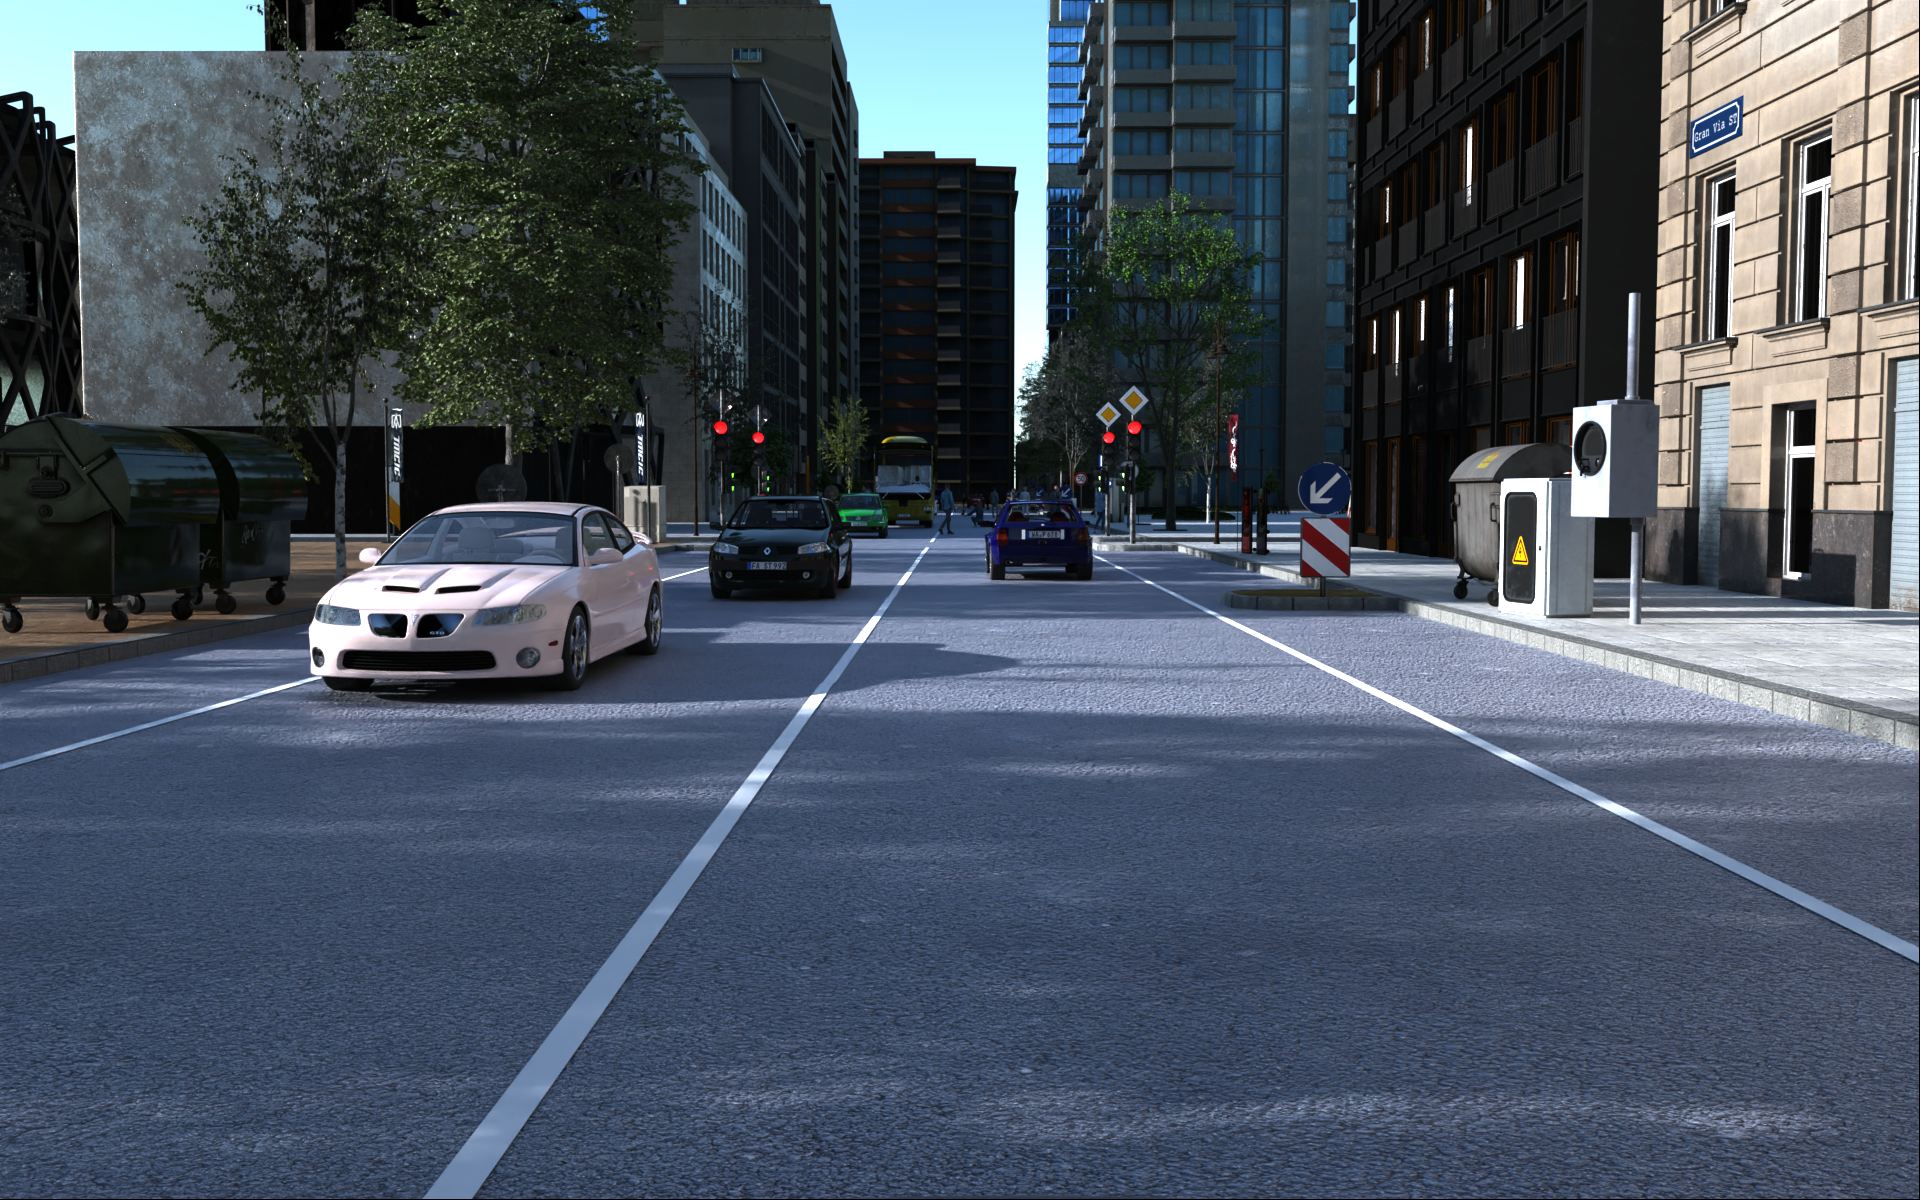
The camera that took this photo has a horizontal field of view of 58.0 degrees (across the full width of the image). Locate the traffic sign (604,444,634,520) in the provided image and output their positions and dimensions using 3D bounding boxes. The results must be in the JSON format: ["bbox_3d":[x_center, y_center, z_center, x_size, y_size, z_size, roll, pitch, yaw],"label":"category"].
[{"bbox_3d":[-8.601,-2.668,43.730,0.768,2.556,0.104,0,4,3],"label":"traffic sign"}]

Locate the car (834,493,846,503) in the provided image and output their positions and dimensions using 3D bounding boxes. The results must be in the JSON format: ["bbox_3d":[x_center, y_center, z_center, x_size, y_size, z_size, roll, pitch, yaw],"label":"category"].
[{"bbox_3d":[-5.888,-5.021,90.889,1.959,1.807,4.718,0,4,-1],"label":"car"}]

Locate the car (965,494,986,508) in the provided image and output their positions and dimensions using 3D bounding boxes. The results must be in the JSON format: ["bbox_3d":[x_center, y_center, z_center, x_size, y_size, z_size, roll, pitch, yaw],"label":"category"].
[{"bbox_3d":[1.604,-10.231,176.317,2.155,1.783,4.494,0,4,0],"label":"car"}]

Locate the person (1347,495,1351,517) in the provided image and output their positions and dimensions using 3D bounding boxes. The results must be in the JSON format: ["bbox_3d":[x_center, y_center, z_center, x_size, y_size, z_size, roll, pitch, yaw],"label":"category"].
[{"bbox_3d":[10.157,-2.295,44.317,0.466,1.731,0.760,-1,4,-14],"label":"person"}]

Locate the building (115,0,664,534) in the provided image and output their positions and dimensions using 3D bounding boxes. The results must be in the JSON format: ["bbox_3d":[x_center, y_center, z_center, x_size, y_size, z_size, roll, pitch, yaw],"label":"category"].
[{"bbox_3d":[-19.668,-11.986,63.426,16.820,18.784,16.811,0,4,0],"label":"building"}]

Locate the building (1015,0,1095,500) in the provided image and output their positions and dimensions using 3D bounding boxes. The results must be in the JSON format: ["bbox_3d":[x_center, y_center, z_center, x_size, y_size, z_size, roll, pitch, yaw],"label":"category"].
[{"bbox_3d":[22.817,-55.762,224.372,31.000,86.520,22.319,0,4,0],"label":"building"}]

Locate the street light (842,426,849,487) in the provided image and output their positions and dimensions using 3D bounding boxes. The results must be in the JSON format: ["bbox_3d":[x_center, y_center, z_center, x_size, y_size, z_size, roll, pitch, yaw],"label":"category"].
[{"bbox_3d":[-7.883,-8.914,118.532,0.468,5.910,1.993,0,4,0],"label":"street light"}]

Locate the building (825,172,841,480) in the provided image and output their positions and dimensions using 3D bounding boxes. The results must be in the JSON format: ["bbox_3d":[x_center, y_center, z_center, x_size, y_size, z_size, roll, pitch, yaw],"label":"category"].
[{"bbox_3d":[-17.818,-23.094,149.291,14.160,30.474,14.107,0,4,0],"label":"building"}]

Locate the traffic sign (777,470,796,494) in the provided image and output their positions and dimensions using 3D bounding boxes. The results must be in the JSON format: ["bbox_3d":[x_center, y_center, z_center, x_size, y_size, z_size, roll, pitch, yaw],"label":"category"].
[{"bbox_3d":[-8.217,-5.013,81.973,0.884,2.594,0.081,0,4,7],"label":"traffic sign"}]

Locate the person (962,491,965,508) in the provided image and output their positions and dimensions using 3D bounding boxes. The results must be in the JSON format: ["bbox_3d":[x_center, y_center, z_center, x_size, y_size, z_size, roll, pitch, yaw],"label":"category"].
[{"bbox_3d":[0.504,-10.724,184.621,0.721,1.735,1.217,1,4,12],"label":"person"}]

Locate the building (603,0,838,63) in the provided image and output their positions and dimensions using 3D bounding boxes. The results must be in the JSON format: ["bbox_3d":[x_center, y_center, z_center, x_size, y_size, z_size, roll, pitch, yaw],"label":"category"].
[{"bbox_3d":[-22.159,-33.206,166.615,21.300,48.544,21.600,0,4,0],"label":"building"}]

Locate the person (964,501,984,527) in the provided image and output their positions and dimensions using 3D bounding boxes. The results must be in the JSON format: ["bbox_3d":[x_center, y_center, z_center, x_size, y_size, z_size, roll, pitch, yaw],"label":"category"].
[{"bbox_3d":[0.681,-3.757,75.424,1.012,1.151,0.738,-1,4,-22],"label":"person"}]

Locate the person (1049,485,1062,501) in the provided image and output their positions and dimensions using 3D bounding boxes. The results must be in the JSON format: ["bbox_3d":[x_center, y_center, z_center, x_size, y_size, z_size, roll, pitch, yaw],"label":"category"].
[{"bbox_3d":[4.192,-4.115,75.882,0.694,1.812,0.767,-1,4,-18],"label":"person"}]

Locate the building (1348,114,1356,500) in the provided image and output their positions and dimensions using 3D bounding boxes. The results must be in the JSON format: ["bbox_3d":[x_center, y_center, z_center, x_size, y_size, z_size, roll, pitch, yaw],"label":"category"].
[{"bbox_3d":[49.566,-36.722,224.105,21.600,48.544,21.300,0,4,0],"label":"building"}]

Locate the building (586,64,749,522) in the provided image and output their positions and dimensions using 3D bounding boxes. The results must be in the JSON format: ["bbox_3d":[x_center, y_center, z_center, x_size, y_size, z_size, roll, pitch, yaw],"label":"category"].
[{"bbox_3d":[-16.741,-14.129,85.756,10.420,20.320,16.860,0,4,0],"label":"building"}]

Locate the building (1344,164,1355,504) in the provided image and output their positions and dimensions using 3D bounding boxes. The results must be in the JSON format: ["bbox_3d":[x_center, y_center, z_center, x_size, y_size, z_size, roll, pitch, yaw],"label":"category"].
[{"bbox_3d":[52.728,-30.132,184.531,23.993,40.220,32.217,0,4,0],"label":"building"}]

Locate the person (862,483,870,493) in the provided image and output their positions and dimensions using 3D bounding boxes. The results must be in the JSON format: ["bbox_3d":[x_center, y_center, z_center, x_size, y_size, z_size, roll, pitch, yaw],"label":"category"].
[{"bbox_3d":[-3.352,-3.376,63.722,0.620,1.820,0.660,0,4,4],"label":"person"}]

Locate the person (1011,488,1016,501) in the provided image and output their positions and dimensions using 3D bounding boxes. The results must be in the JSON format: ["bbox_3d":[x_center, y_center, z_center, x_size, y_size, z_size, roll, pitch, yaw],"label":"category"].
[{"bbox_3d":[3.810,-7.028,123.212,0.447,1.846,0.655,0,4,-3],"label":"person"}]

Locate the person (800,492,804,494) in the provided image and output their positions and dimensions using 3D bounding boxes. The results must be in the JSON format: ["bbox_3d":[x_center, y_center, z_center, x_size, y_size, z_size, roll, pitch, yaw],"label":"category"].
[{"bbox_3d":[-6.629,-3.811,73.413,0.503,1.515,0.523,0,4,-5],"label":"person"}]

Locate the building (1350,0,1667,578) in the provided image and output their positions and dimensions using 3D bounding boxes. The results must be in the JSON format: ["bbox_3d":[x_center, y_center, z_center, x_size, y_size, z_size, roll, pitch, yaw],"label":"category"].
[{"bbox_3d":[15.604,-12.465,33.485,12.332,23.373,15.834,0,4,0],"label":"building"}]

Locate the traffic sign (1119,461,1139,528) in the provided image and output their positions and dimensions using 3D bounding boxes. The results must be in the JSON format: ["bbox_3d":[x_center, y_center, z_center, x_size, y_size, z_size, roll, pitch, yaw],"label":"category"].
[{"bbox_3d":[6.403,-4.021,65.852,0.768,2.556,0.104,0,4,2],"label":"traffic sign"}]

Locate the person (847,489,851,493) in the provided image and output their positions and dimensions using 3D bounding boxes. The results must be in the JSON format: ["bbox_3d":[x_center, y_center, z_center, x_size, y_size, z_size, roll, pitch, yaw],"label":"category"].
[{"bbox_3d":[-9.555,-8.700,149.110,1.217,1.723,0.721,-1,4,-8],"label":"person"}]

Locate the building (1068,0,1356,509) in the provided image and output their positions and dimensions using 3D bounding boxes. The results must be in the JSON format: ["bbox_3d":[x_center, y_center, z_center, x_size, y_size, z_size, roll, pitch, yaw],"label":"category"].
[{"bbox_3d":[22.182,-32.821,156.237,23.786,49.044,30.456,0,4,0],"label":"building"}]

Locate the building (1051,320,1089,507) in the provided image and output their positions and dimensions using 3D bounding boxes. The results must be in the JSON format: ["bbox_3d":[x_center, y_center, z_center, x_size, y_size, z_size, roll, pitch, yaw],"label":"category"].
[{"bbox_3d":[24.378,-20.896,186.691,27.650,21.520,28.899,0,4,0],"label":"building"}]

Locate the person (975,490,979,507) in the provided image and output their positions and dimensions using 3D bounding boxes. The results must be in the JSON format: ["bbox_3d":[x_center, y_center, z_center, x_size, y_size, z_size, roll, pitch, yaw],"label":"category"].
[{"bbox_3d":[1.809,-10.717,183.660,1.348,1.831,0.705,-1,4,-18],"label":"person"}]

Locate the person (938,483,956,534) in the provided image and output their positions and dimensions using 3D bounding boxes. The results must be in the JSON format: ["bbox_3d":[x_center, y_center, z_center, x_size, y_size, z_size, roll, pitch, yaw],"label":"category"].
[{"bbox_3d":[-0.506,-3.259,61.647,0.748,1.841,0.638,-2,4,-27],"label":"person"}]

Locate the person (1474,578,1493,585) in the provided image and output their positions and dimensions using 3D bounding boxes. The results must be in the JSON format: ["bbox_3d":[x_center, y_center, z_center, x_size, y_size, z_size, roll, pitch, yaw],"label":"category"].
[{"bbox_3d":[7.499,-1.089,24.443,0.643,1.750,0.593,-1,4,-11],"label":"person"}]

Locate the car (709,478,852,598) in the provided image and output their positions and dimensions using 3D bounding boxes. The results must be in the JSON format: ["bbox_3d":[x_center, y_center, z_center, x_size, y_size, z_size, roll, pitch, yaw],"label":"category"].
[{"bbox_3d":[-2.532,-0.932,25.027,2.009,1.686,4.222,0,4,1],"label":"car"}]

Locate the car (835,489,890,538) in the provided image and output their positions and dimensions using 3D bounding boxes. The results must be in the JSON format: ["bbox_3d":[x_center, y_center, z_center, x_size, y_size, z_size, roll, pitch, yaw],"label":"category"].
[{"bbox_3d":[-3.297,-2.973,57.408,1.959,1.807,4.718,0,4,-2],"label":"car"}]

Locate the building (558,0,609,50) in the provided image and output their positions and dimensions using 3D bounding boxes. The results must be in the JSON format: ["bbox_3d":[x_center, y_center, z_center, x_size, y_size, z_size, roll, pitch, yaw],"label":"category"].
[{"bbox_3d":[-48.493,-53.529,187.863,31.000,86.520,22.319,0,4,0],"label":"building"}]

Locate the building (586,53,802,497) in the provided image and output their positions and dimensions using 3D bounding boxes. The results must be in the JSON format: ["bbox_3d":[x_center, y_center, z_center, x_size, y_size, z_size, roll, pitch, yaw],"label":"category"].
[{"bbox_3d":[-17.919,-19.130,106.283,14.314,27.812,24.014,0,4,0],"label":"building"}]

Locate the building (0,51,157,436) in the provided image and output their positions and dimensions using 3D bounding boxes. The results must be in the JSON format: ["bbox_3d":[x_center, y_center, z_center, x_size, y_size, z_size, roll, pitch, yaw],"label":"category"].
[{"bbox_3d":[-42.153,-12.002,63.687,16.811,18.784,16.820,0,4,0],"label":"building"}]

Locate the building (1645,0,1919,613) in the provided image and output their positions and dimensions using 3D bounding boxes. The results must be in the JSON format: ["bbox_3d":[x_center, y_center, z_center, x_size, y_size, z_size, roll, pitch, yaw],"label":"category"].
[{"bbox_3d":[15.768,-13.182,12.797,12.463,27.353,25.104,0,4,0],"label":"building"}]

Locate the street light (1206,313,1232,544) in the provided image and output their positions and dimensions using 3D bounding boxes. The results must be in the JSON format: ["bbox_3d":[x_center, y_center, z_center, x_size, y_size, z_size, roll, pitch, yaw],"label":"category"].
[{"bbox_3d":[6.606,-4.377,44.353,0.468,5.910,1.993,0,4,0],"label":"street light"}]

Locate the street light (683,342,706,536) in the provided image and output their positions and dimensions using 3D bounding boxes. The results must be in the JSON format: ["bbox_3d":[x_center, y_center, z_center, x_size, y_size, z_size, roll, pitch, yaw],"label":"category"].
[{"bbox_3d":[-8.095,-4.905,52.986,0.468,5.910,1.993,0,4,0],"label":"street light"}]

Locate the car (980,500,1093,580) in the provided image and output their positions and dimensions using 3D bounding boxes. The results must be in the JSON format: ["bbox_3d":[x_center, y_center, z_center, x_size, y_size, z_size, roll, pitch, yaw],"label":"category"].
[{"bbox_3d":[1.335,-1.081,30.247,1.945,1.354,3.894,0,4,-1],"label":"car"}]

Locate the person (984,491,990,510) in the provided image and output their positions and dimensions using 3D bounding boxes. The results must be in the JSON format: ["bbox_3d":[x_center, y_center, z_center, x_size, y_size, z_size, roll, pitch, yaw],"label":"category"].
[{"bbox_3d":[2.428,-9.047,157.134,0.721,1.735,1.217,-1,4,-20],"label":"person"}]

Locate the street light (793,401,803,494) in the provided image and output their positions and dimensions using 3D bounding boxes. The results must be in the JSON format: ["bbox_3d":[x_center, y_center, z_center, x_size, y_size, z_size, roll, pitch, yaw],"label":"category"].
[{"bbox_3d":[-7.997,-6.910,85.759,0.468,5.910,1.993,0,4,0],"label":"street light"}]

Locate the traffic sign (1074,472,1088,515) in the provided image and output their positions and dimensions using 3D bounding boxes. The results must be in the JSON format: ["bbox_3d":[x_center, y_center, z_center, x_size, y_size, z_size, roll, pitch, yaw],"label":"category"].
[{"bbox_3d":[7.030,-6.153,100.705,0.768,2.556,0.104,0,4,3],"label":"traffic sign"}]

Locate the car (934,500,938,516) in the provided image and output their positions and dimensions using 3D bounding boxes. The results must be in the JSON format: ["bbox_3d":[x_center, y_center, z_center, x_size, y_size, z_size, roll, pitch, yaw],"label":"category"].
[{"bbox_3d":[-2.514,-6.368,116.484,2.083,1.381,4.827,0,4,1],"label":"car"}]

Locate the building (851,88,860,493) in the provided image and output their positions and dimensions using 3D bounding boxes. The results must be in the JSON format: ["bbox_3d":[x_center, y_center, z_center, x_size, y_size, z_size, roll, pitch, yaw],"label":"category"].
[{"bbox_3d":[-22.191,-34.607,189.523,21.600,48.544,21.300,0,4,0],"label":"building"}]

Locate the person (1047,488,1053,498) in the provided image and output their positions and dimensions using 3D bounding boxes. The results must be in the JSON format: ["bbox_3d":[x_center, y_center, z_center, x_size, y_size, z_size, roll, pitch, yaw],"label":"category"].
[{"bbox_3d":[7.337,-7.986,137.339,1.217,1.743,0.721,3,5,40],"label":"person"}]

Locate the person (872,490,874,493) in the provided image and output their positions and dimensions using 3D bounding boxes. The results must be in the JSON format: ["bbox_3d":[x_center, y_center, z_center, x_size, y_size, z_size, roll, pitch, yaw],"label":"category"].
[{"bbox_3d":[-9.057,-10.508,178.563,0.721,1.735,1.217,2,4,27],"label":"person"}]

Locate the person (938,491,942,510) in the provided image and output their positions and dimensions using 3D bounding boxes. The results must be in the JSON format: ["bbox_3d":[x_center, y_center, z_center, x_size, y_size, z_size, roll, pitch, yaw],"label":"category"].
[{"bbox_3d":[-1.620,-8.698,151.437,0.721,1.735,1.217,-2,4,-34],"label":"person"}]

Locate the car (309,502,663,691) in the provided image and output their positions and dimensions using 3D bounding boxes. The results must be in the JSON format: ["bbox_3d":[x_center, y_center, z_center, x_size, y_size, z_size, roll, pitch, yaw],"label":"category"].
[{"bbox_3d":[-3.667,-0.109,14.150,2.083,1.381,4.827,0,4,1],"label":"car"}]

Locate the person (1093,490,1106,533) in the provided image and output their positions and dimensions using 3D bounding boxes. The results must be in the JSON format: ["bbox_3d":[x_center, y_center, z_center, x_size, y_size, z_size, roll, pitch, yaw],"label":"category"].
[{"bbox_3d":[5.175,-3.348,63.512,0.793,1.790,0.793,1,4,21],"label":"person"}]

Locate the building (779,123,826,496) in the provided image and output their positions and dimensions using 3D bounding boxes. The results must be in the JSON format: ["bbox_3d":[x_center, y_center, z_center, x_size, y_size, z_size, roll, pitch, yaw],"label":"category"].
[{"bbox_3d":[-18.381,-22.213,134.879,14.160,30.474,14.107,0,4,0],"label":"building"}]

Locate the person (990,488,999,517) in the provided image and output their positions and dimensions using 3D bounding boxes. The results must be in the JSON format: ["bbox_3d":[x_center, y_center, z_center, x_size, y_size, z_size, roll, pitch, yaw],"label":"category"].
[{"bbox_3d":[2.131,-5.964,106.104,0.635,1.810,0.391,2,4,28],"label":"person"}]

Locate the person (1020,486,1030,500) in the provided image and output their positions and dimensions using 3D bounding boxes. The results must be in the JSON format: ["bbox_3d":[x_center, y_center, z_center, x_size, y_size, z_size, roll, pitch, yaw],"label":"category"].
[{"bbox_3d":[3.513,-5.180,93.067,0.514,1.842,0.818,-1,4,-18],"label":"person"}]

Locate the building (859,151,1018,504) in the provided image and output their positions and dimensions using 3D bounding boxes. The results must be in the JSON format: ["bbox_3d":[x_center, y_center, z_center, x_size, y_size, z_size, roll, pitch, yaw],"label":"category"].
[{"bbox_3d":[-7.123,-34.823,223.986,28.867,44.769,22.147,0,4,0],"label":"building"}]

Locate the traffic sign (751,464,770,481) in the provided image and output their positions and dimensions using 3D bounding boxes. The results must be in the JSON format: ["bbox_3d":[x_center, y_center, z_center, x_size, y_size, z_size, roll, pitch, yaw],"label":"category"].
[{"bbox_3d":[-7.783,-4.119,67.451,0.768,2.556,0.104,0,4,7],"label":"traffic sign"}]
